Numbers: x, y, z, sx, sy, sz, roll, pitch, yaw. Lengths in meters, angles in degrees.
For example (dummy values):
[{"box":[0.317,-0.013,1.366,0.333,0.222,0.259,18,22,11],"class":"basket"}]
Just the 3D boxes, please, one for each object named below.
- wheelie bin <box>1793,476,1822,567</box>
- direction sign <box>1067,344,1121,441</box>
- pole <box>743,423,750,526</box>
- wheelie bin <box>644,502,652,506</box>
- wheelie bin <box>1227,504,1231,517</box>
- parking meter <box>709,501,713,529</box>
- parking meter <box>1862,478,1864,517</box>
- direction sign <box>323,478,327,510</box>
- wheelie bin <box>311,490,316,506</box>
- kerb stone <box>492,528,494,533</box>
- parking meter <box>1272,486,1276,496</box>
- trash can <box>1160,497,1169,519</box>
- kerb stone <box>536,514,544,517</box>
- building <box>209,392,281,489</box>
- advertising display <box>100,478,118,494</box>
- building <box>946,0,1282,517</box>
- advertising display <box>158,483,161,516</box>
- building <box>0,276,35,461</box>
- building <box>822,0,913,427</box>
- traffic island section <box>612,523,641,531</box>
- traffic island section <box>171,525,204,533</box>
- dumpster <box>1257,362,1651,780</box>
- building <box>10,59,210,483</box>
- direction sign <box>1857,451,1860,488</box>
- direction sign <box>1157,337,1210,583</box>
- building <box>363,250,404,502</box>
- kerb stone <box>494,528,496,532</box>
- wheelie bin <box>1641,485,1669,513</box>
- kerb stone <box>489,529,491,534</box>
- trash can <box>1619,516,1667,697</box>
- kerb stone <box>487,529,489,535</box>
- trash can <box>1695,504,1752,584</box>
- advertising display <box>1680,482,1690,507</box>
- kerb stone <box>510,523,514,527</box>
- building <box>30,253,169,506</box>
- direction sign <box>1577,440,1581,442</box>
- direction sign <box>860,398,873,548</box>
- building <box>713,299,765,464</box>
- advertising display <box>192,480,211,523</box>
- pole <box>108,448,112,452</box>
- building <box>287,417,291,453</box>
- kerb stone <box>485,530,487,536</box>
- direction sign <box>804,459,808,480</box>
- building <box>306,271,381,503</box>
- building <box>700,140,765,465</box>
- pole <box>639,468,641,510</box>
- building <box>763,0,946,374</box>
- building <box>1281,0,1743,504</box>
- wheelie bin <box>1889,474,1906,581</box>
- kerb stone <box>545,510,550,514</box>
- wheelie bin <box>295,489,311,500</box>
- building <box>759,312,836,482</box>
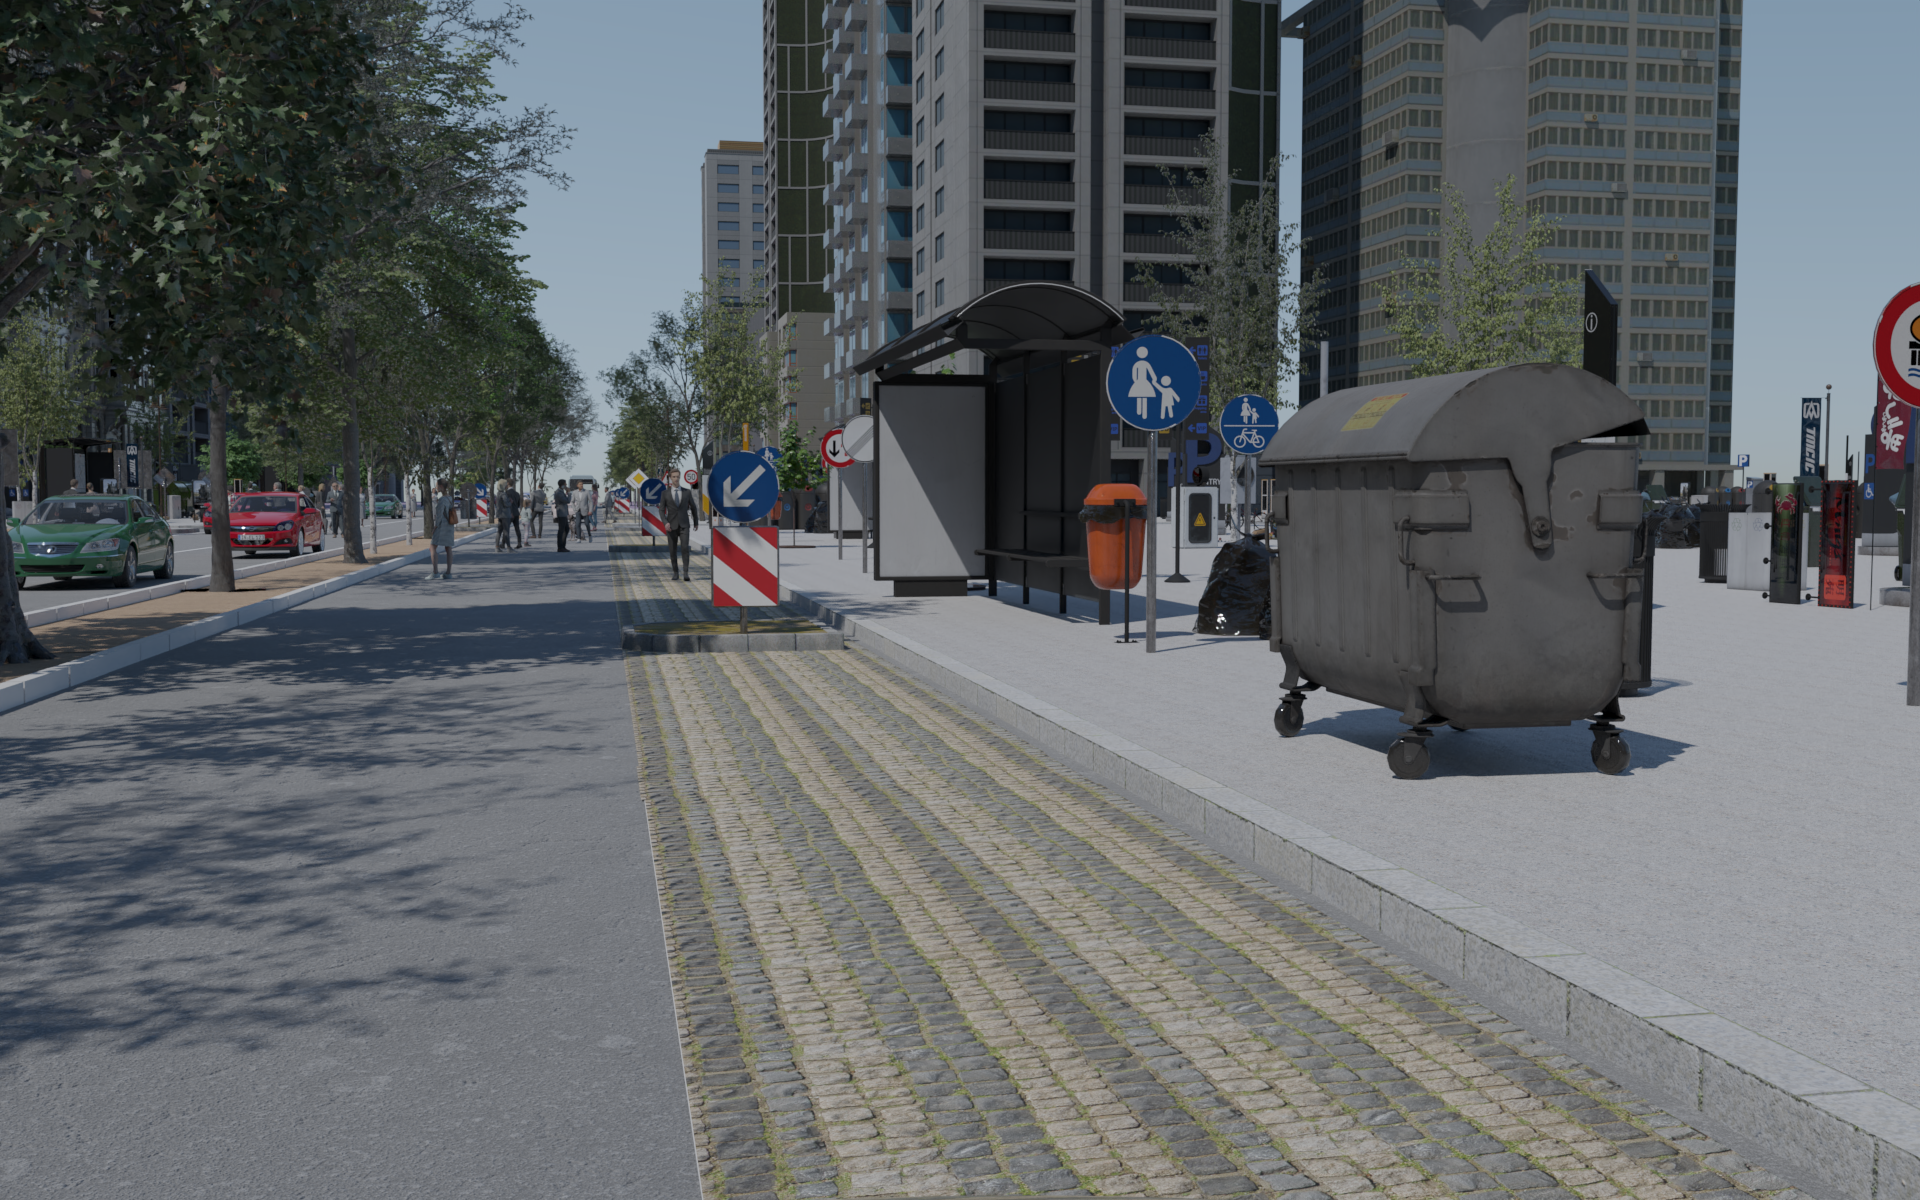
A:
[{"box":[14.868,-1.381,30.494,0.980,1.594,0.693,-2,4,-23],"class":"wheelie bin"},{"box":[1.900,-2.039,25.336,0.876,3.537,0.379,0,4,2],"class":"direction sign"},{"box":[-6.149,-3.426,49.857,0.158,3.312,0.155,0,3,0],"class":"pole"},{"box":[-24.248,-7.768,134.916,0.693,1.594,0.980,-2,4,-35],"class":"wheelie bin"},{"box":[12.998,-4.582,82.821,0.980,1.594,0.693,1,4,14],"class":"wheelie bin"},{"box":[-8.972,-3.524,63.330,0.399,1.863,0.255,0,4,1],"class":"parking meter"},{"box":[24.914,-2.548,47.369,0.255,1.863,0.399,-2,4,-26],"class":"parking meter"},{"box":[-52.566,-9.244,143.136,0.379,3.537,0.876,-1,4,-22],"class":"direction sign"},{"box":[-53.612,-8.288,143.411,0.693,1.594,0.980,3,4,36],"class":"wheelie bin"},{"box":[-16.995,-2.466,62.511,0.120,0.150,1.000,-1,4,-12],"class":"kerb stone"},{"box":[10.158,-2.870,55.338,0.372,1.533,0.369,0,3,0],"class":"parking meter"},{"box":[10.556,-4.706,88.592,0.748,1.137,0.748,0,3,0],"class":"trash can"},{"box":[-27.950,-5.689,115.242,0.120,0.150,1.000,-1,4,-12],"class":"kerb stone"},{"box":[-74.074,-31.655,167.673,14.600,45.320,14.200,-1,4,-12],"class":"building"},{"box":[-34.789,-4.014,70.840,0.123,1.923,0.974,0,4,7],"class":"advertising display"},{"box":[8.957,-40.686,103.471,20.611,71.187,20.563,-1,4,-12],"class":"building"},{"box":[-41.061,-5.117,88.882,0.123,1.923,0.974,-2,4,-24],"class":"advertising display"},{"box":[-59.271,-15.283,91.673,13.314,21.916,24.055,-1,4,-12],"class":"building"},{"box":[1.510,-31.434,133.553,23.786,49.044,30.456,-1,4,-12],"class":"building"},{"box":[-14.127,-3.253,75.462,2.009,0.180,2.903,-1,4,-12],"class":"traffic island section"},{"box":[-29.435,-2.560,64.143,2.009,0.180,2.903,-1,4,-12],"class":"traffic island section"},{"box":[2.376,-0.168,8.510,1.264,1.857,1.865,-1,4,-12],"class":"dumpster"},{"box":[-74.692,-43.456,148.759,20.563,71.187,20.611,-1,4,-12],"class":"building"},{"box":[47.763,-6.124,92.131,0.379,3.537,0.876,2,4,25],"class":"direction sign"},{"box":[3.158,-2.022,25.062,0.876,3.537,0.379,0,4,3],"class":"direction sign"},{"box":[-100.346,-44.644,271.930,21.231,58.520,28.212,-1,4,-12],"class":"building"},{"box":[-17.205,-2.527,63.515,0.120,0.150,1.000,-1,4,-12],"class":"kerb stone"},{"box":[23.414,-3.096,58.524,0.980,1.594,0.693,-1,4,-15],"class":"wheelie bin"},{"box":[-16.579,-2.343,60.503,0.120,0.150,1.000,-1,4,-12],"class":"kerb stone"},{"box":[4.128,0.032,11.127,0.748,1.137,0.748,0,3,0],"class":"trash can"},{"box":[-16.365,-2.282,59.501,0.120,0.150,1.000,-1,4,-12],"class":"kerb stone"},{"box":[11.002,-0.816,24.995,0.748,1.137,0.748,0,3,0],"class":"trash can"},{"box":[39.700,-5.483,94.856,0.123,1.923,0.974,0,4,-2],"class":"advertising display"},{"box":[-20.654,-3.540,80.145,0.120,0.150,1.000,-1,4,-12],"class":"kerb stone"},{"box":[-65.359,-18.454,120.803,14.460,24.649,34.723,-1,4,-12],"class":"building"},{"box":[18.872,-3.689,52.308,0.876,3.537,0.379,-3,4,-36],"class":"direction sign"},{"box":[-2.039,-2.997,41.002,0.379,3.537,0.876,3,5,42],"class":"direction sign"},{"box":[-29.379,-29.911,260.743,14.160,30.474,14.107,-1,4,-12],"class":"building"},{"box":[-34.123,-4.461,78.151,0.974,1.923,0.123,-3,5,-43],"class":"advertising display"},{"box":[-37.846,-5.103,77.272,0.158,3.312,0.155,0,3,0],"class":"pole"},{"box":[-78.049,-30.495,182.179,14.154,41.232,14.086,-1,4,-12],"class":"building"},{"box":[-16.168,-2.220,58.498,0.120,0.150,1.000,-1,4,-12],"class":"kerb stone"},{"box":[-9.866,-7.118,108.370,0.876,3.537,0.379,-3,5,-41],"class":"direction sign"},{"box":[-100.102,-33.875,245.731,32.217,40.220,23.993,-1,4,-12],"class":"building"},{"box":[-33.339,-46.093,295.619,21.231,58.520,28.212,-1,4,-12],"class":"building"},{"box":[-25.338,-8.741,136.753,0.158,3.312,0.155,0,3,0],"class":"pole"},{"box":[-14.084,-46.809,203.576,20.563,71.187,20.611,-1,4,-12],"class":"building"},{"box":[37.559,-25.922,115.700,23.993,40.220,32.217,-1,4,-12],"class":"building"},{"box":[14.155,-1.072,25.428,0.693,1.594,0.980,-3,5,-41],"class":"wheelie bin"},{"box":[-30.879,-6.550,129.292,0.120,0.150,1.000,-1,4,-12],"class":"kerb stone"},{"box":[-46.117,-6.913,120.933,0.693,1.594,0.980,3,5,40],"class":"wheelie bin"},{"box":[-5.807,-20.583,181.571,27.650,21.520,28.899,-1,4,-12],"class":"building"}]
